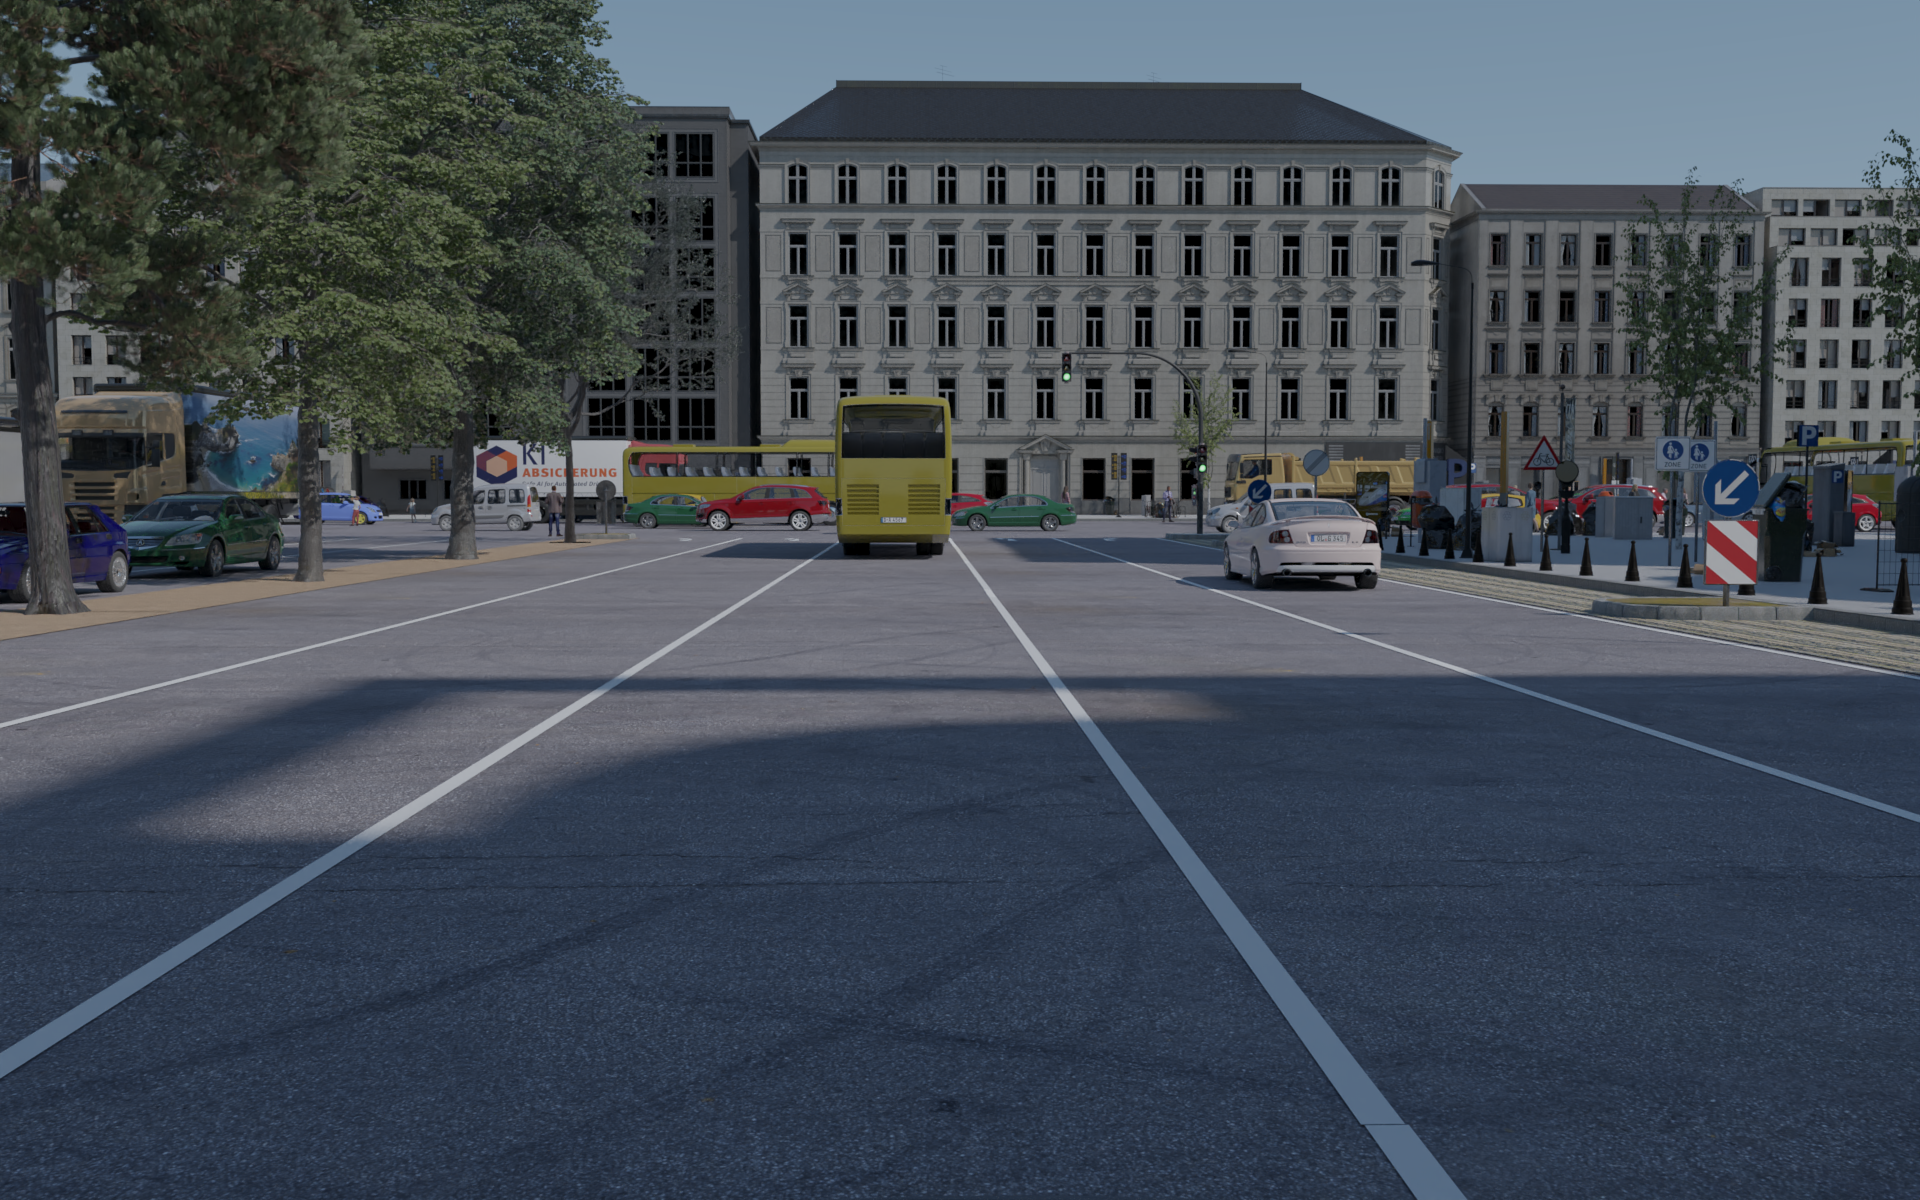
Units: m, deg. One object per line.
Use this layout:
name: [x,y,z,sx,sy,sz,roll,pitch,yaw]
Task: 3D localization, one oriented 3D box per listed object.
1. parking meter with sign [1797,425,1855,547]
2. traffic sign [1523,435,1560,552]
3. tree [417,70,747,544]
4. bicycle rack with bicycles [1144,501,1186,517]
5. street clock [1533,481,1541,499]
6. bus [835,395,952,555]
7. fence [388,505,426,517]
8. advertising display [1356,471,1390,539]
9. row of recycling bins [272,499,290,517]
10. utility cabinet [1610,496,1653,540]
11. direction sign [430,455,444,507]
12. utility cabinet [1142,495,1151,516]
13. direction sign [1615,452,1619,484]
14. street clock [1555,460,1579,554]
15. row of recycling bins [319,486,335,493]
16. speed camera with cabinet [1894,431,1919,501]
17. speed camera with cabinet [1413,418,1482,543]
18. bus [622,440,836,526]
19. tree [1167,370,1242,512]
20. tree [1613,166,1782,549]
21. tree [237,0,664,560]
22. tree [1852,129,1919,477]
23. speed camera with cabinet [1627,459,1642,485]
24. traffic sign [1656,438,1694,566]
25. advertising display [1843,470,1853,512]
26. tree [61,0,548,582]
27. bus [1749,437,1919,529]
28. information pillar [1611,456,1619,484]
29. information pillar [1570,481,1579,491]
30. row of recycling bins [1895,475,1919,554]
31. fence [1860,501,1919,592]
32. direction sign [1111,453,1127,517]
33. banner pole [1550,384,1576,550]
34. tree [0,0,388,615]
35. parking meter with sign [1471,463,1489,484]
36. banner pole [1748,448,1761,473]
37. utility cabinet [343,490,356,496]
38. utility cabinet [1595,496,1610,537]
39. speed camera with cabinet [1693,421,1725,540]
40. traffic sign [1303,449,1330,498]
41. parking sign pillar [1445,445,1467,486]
parking meter with sign: [21.493,-2.852,42.889,0.543,3.016,1.738,-1,4,-10]
traffic sign: [12.919,-2.349,38.403,0.884,2.594,0.081,0,4,5]
tree: [-11.313,-8.382,49.870,12.009,13.543,11.850,0,3,0]
bicycle rack with bicycles: [11.114,-5.007,95.245,2.852,0.926,2.925,2,4,24]
street clock: [32.957,-5.767,98.866,0.471,2.002,0.358,0,4,3]
bus: [-1.684,-3.172,43.409,2.896,3.916,12.252,0,4,-2]
fence: [-30.657,-4.929,95.964,2.069,0.683,0.278,-1,4,-20]
advertising display: [11.774,-2.704,49.430,0.974,1.923,0.123,3,4,36]
row of recycling bins: [-38.139,-5.468,96.515,1.069,1.692,3.534,-1,4,-10]
utility cabinet: [18.970,-2.304,48.827,1.020,1.237,0.306,0,4,7]
direction sign: [-30.475,-6.666,100.989,0.876,3.537,0.379,1,4,20]
utility cabinet: [10.863,-5.507,101.203,0.306,1.237,1.020,-1,4,-8]
direction sign: [35.658,-6.240,94.016,0.379,3.537,0.876,1,4,12]
street clock: [13.070,-2.003,37.327,0.471,2.002,0.358,1,4,23]
row of recycling bins: [-34.616,-5.289,93.581,1.069,1.692,3.534,0,4,-5]
speed camera with cabinet: [30.650,-3.703,54.881,2.038,3.252,0.660,-1,4,-15]
speed camera with cabinet: [12.547,-3.073,44.582,0.660,3.252,2.038,-2,4,-24]
bus: [-9.069,-5.354,79.081,12.252,3.916,2.896,0,4,-1]
tree: [14.426,-9.266,101.864,4.737,8.622,4.395,0,3,0]
tree: [16.912,-5.481,39.983,4.737,8.622,4.395,0,3,0]
tree: [-10.893,-7.853,37.502,9.857,13.997,8.962,0,3,0]
tree: [18.702,-5.031,32.618,4.737,8.622,4.395,0,3,0]
speed camera with cabinet: [37.934,-6.243,96.411,0.660,3.252,2.038,-1,4,-12]
traffic sign: [12.664,-1.756,30.846,0.606,2.300,0.079,0,4,5]
advertising display: [23.821,-2.525,46.494,0.123,1.923,0.974,2,4,34]
tree: [-10.712,-6.588,28.293,7.486,12.596,7.792,0,3,0]
bus: [37.944,-5.040,73.944,2.896,3.916,12.252,0,4,-1]
information pillar: [40.150,-7.024,106.200,0.504,3.616,0.183,-1,4,-13]
information pillar: [35.195,-5.778,98.962,0.304,2.012,0.304,1,4,18]
row of recycling bins: [21.983,-1.827,36.986,3.534,1.692,1.069,2,4,27]
fence: [13.128,-0.714,22.871,2.264,1.192,0.480,0,4,-4]
direction sign: [8.730,-6.310,95.166,0.876,3.537,0.379,-1,4,-10]
banner pole: [13.887,-3.039,39.700,0.863,3.779,0.401,-3,5,-43]
tree: [-11.060,-6.766,20.511,7.806,13.903,7.818,0,3,0]
parking meter with sign: [29.203,-6.159,96.967,0.543,3.016,1.738,-2,4,-25]
banner pole: [43.424,-6.397,94.611,0.401,3.779,0.863,-3,5,-45]
utility cabinet: [-35.542,-5.636,100.834,0.318,1.500,1.173,-3,5,-42]
utility cabinet: [19.315,-2.478,51.670,1.020,1.237,0.306,-3,5,-45]
speed camera with cabinet: [20.719,-3.260,47.637,0.660,3.252,2.038,3,4,36]
traffic sign: [10.131,-3.011,49.343,0.768,2.556,0.104,0,4,-1]
parking sign pillar: [27.407,-6.544,95.459,1.447,3.967,1.447,0,4,-3]
